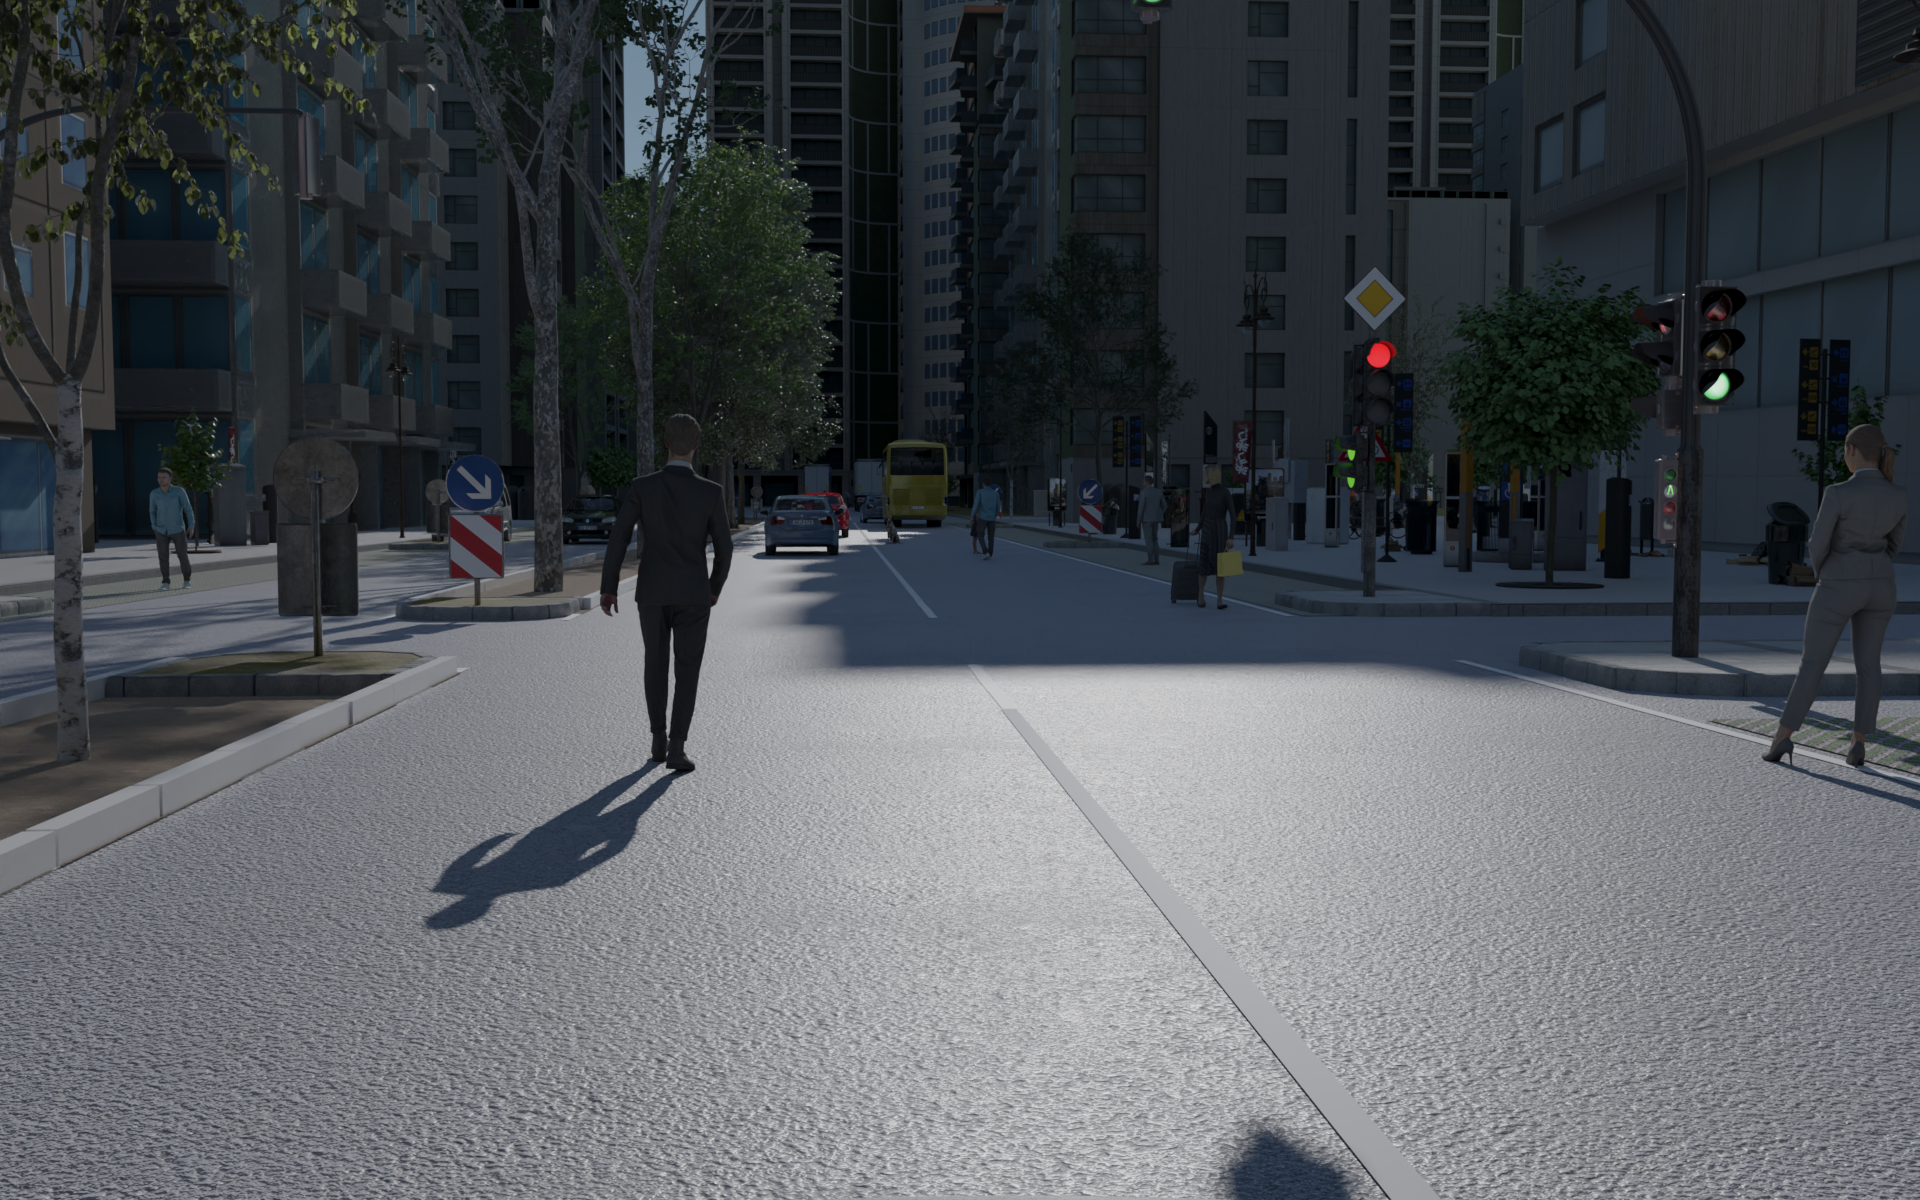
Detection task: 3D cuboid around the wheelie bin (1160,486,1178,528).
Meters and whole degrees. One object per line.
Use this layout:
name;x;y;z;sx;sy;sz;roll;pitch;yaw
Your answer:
wheelie bin;7.928;-3.502;65.171;0.980;1.594;0.693;3;5;39

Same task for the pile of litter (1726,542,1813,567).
pile of litter;14.553;-1.050;31.138;1.176;0.858;1.719;0;4;-4

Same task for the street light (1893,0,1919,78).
street light;7.836;-2.482;13.361;0.468;5.910;1.993;0;4;-4

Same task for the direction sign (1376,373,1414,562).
direction sign;8.065;-2.484;32.618;0.876;3.537;0.379;1;4;19

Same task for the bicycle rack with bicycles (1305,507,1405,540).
bicycle rack with bicycles;11.064;-2.223;49.735;2.925;0.926;2.852;3;4;36

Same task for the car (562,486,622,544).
car;-10.726;-2.510;50.831;2.009;1.686;4.222;0;4;-6

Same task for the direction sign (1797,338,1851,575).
direction sign;12.644;-2.044;25.409;0.876;3.537;0.379;-1;4;-16

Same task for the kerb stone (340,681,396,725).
kerb stone;-3.855;0.672;11.211;0.120;0.150;1.000;0;4;-4

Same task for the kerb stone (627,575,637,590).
kerb stone;-4.977;-0.236;26.056;0.120;0.150;1.000;0;4;-4

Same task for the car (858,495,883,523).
car;-4.057;-4.548;86.356;2.014;1.417;4.499;0;4;-6

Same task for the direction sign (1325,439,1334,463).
direction sign;15.269;-4.871;71.637;0.379;3.537;0.876;2;4;31

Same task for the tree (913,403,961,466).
tree;-1.779;-11.601;140.031;4.360;8.622;3.978;0;3;0

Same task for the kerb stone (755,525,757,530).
kerb stone;-8.035;-2.738;66.961;0.120;0.150;1.000;0;4;-4

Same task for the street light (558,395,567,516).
street light;-18.664;-6.629;81.165;0.468;5.910;1.993;0;4;-4

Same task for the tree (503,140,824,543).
tree;-7.705;-7.464;50.243;9.928;11.665;9.643;0;3;0

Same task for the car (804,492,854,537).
car;-4.668;-3.033;58.634;2.155;1.783;4.494;0;4;-4

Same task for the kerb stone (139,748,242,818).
kerb stone;-3.622;0.859;8.149;0.120;0.150;1.000;0;4;-4

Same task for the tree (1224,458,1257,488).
tree;12.054;-4.885;74.469;1.663;3.219;1.824;0;3;0

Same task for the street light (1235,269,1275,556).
street light;6.068;-3.850;35.736;0.468;5.910;1.993;0;4;-4

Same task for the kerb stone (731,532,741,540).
kerb stone;-7.198;-2.051;55.726;0.120;0.150;1.000;0;4;-4

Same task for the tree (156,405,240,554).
tree;-16.497;-2.631;37.620;1.663;3.219;1.824;0;3;0

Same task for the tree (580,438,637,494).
tree;-20.385;-7.161;100.788;4.285;4.588;4.351;0;3;0

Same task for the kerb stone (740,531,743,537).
kerb stone;-7.277;-2.113;56.745;0.120;0.150;1.000;0;4;-4

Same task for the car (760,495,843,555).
car;-3.818;-1.820;41.761;2.014;1.417;4.499;0;4;-5

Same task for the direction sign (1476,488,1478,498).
direction sign;24.556;-5.518;82.220;0.876;3.537;0.379;2;4;33

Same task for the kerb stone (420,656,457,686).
kerb stone;-4.019;0.552;13.259;0.120;0.150;1.000;0;4;-4

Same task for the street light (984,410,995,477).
street light;1.638;-7.525;95.819;0.468;5.910;1.993;0;4;-4

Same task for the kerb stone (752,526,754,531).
kerb stone;-7.884;-2.613;64.922;0.120;0.150;1.000;0;4;-4

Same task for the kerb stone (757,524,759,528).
kerb stone;-8.197;-2.863;69.003;0.120;0.150;1.000;0;4;-4

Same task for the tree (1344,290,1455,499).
tree;15.981;-6.816;61.810;4.360;8.622;3.978;0;3;0

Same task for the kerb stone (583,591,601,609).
kerb stone;-4.673;0.017;21.961;0.120;0.150;1.000;0;4;-4

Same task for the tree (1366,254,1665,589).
tree;8.108;-2.455;23.858;4.285;4.588;4.351;0;3;0

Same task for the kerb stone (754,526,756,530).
kerb stone;-7.959;-2.676;65.942;0.120;0.150;1.000;0;4;-4

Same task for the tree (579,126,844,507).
tree;-8.594;-9.288;60.977;9.857;13.997;8.962;0;3;0

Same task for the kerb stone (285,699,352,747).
kerb stone;-3.789;0.735;10.188;0.120;0.150;1.000;0;4;-4

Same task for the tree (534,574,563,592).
tree;-7.290;-10.222;25.480;12.611;20.169;13.585;0;3;0

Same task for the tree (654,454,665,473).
tree;-21.564;-8.166;117.222;4.285;4.588;4.351;0;3;0

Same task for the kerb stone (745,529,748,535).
kerb stone;-7.499;-2.299;59.805;0.120;0.150;1.000;0;4;-4

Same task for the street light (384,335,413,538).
street light;-16.331;-4.755;50.533;0.468;5.910;1.993;0;4;-4

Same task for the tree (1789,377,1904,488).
tree;14.596;-2.045;28.032;1.663;3.219;1.824;0;3;0

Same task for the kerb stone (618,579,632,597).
kerb stone;-4.895;-0.174;25.035;0.120;0.150;1.000;0;4;-4

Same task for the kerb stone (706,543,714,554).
kerb stone;-6.275;-1.293;43.433;0.120;0.150;1.000;0;4;-4

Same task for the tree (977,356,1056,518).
tree;2.968;-8.682;92.310;4.360;8.622;3.978;0;3;0

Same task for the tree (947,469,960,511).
tree;-0.786;-8.371;131.468;1.663;3.219;1.824;0;3;0

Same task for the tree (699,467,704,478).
tree;-25.557;-10.969;163.059;4.285;4.588;4.351;0;3;0

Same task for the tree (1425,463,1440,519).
tree;23.592;-5.715;88.039;1.663;3.219;1.824;0;3;0

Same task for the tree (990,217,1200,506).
tree;4.521;-7.621;59.009;7.601;10.594;8.767;0;4;-4

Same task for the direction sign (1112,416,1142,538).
direction sign;4.852;-3.572;50.394;0.876;3.537;0.379;2;4;25

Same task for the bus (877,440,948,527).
bus;-2.158;-5.259;77.526;2.896;3.916;12.252;0;4;-4

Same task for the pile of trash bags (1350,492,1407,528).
pile of trash bags;15.670;-3.445;66.071;1.912;1.369;3.447;-1;4;-20

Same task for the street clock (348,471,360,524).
street clock;-17.372;-2.747;49.487;0.471;2.002;0.358;2;4;27

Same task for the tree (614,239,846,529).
tree;-9.509;-9.271;71.045;9.611;12.733;9.660;0;3;0

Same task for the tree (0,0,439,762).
tree;-4.782;-3.452;9.253;4.360;8.622;3.978;0;3;0

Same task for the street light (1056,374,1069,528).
street light;3.833;-5.692;65.851;0.468;5.910;1.993;0;4;-4

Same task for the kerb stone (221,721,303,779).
kerb stone;-3.707;0.797;9.167;0.120;0.150;1.000;0;4;-4

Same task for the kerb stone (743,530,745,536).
kerb stone;-7.350;-2.175;57.765;0.120;0.150;1.000;0;4;-4

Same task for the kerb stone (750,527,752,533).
kerb stone;-7.736;-2.484;62.876;0.120;0.150;1.000;0;4;-4

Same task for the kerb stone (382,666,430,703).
kerb stone;-3.937;0.609;12.234;0.120;0.150;1.000;0;4;-4
